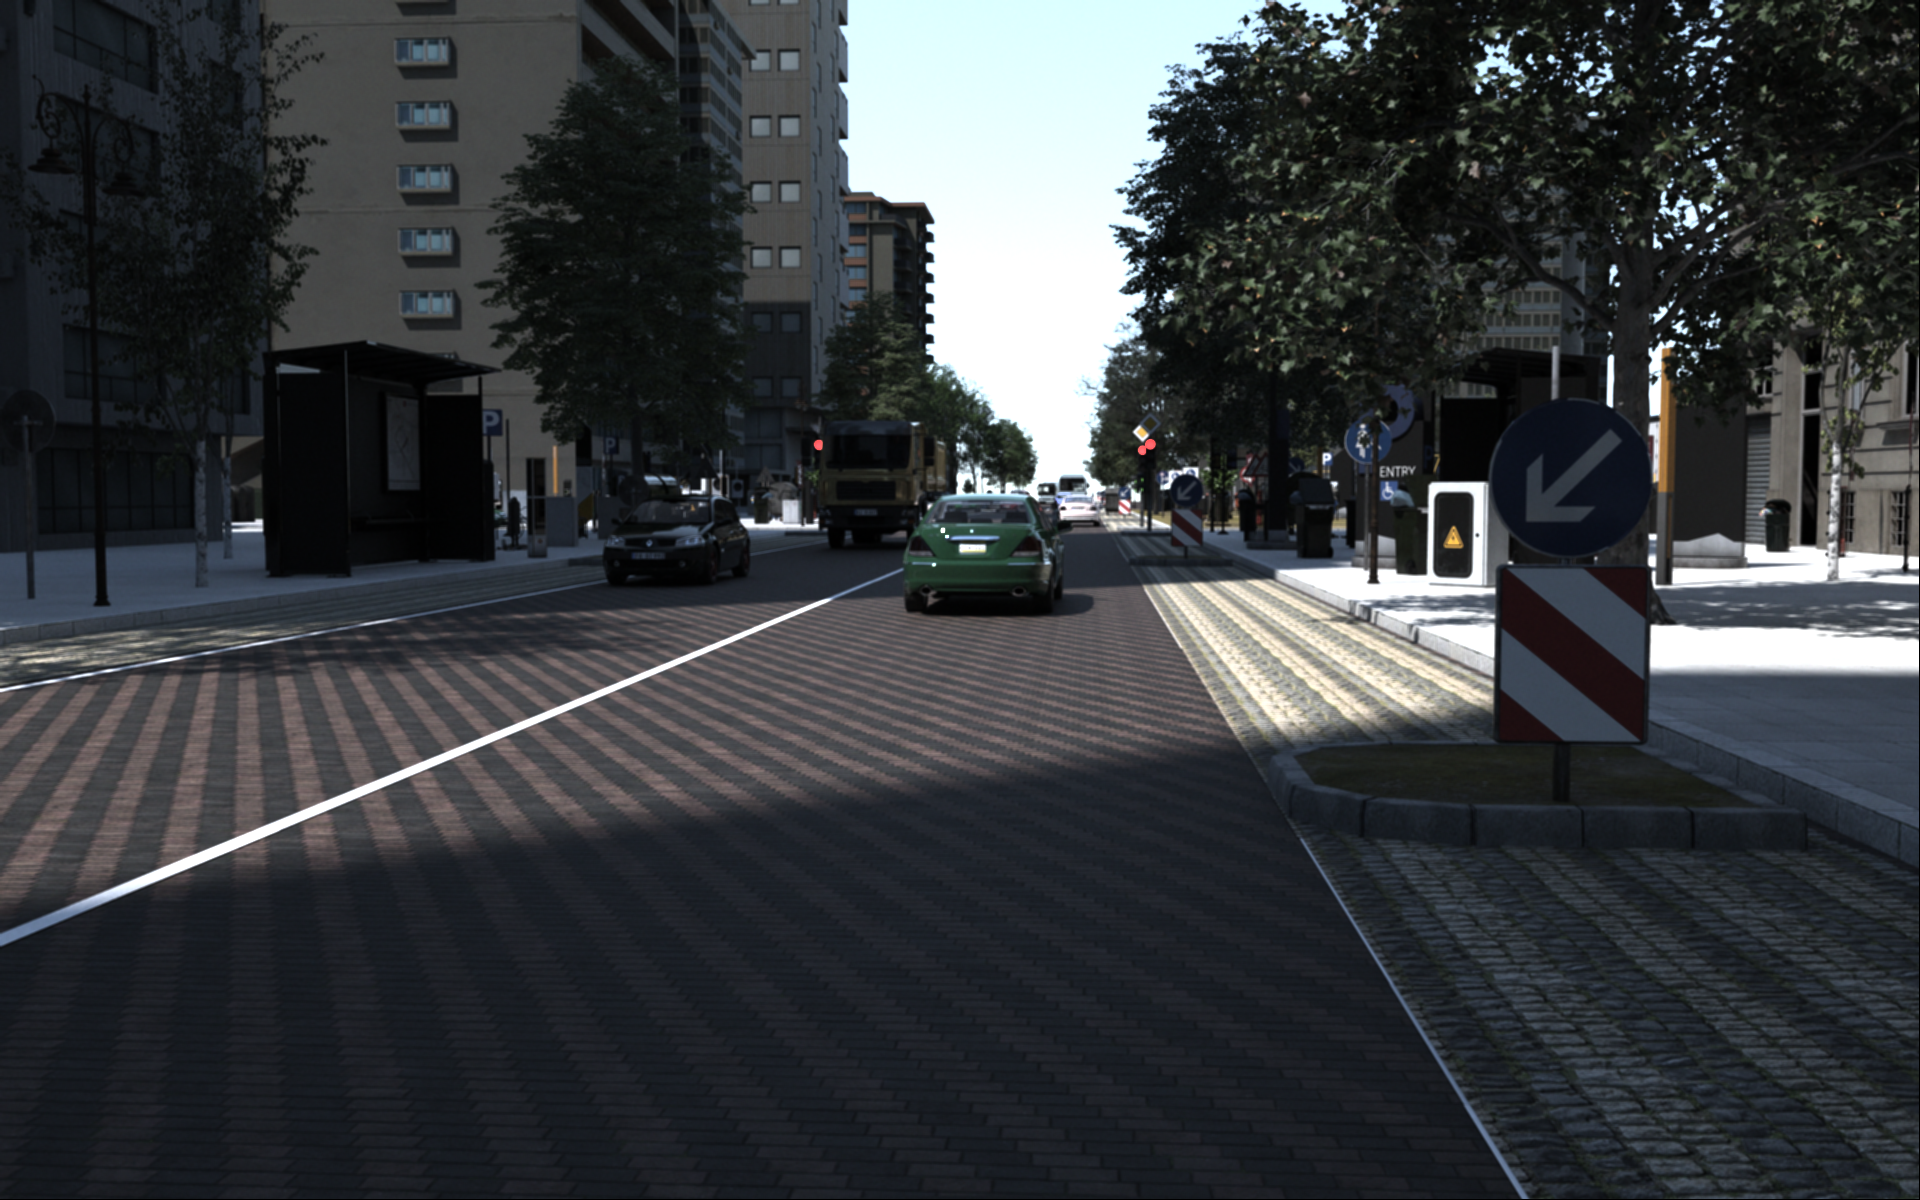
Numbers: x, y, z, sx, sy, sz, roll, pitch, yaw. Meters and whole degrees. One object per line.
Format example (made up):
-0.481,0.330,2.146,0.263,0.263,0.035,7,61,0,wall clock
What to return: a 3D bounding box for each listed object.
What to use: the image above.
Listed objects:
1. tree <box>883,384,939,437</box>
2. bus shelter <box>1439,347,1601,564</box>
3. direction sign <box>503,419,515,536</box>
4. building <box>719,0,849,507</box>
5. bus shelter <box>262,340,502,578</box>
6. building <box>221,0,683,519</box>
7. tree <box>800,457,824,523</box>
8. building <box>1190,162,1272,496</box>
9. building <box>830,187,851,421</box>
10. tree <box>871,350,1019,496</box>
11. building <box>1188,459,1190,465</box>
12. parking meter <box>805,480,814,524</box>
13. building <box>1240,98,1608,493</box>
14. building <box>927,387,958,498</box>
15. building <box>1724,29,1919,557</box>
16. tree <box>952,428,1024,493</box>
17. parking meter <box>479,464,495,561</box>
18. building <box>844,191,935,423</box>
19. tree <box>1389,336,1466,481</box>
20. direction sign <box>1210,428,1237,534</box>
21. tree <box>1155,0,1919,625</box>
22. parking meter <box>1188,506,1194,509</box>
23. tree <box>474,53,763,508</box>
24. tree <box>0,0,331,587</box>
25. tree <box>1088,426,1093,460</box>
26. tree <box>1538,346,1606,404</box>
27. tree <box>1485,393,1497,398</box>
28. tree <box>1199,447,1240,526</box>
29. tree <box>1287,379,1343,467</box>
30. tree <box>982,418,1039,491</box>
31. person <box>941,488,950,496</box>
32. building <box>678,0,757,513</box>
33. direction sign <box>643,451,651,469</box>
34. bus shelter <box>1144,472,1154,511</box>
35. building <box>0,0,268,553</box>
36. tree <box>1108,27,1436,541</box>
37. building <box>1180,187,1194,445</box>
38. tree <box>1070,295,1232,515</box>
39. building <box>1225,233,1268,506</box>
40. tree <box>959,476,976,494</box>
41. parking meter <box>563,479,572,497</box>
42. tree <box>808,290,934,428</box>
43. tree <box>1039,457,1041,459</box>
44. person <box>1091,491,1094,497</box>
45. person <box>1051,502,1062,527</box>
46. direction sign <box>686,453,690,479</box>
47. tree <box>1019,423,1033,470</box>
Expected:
-3.274,-9.886,112.005,4.737,8.622,4.395,0,3,0,tree
9.620,-2.412,30.719,1.731,3.624,6.357,0,4,4,bus shelter
-13.723,-3.708,52.616,0.379,3.537,0.876,-1,4,-18,direction sign
-24.897,-34.796,158.155,28.713,52.752,27.495,0,4,4,building
-9.694,-2.347,29.659,1.731,3.624,6.357,0,4,4,bus shelter
-28.169,-28.755,93.853,21.300,48.544,21.600,0,4,4,building
-5.914,-5.019,76.668,1.663,3.219,1.824,0,3,0,tree
44.219,-38.101,246.660,21.300,48.544,21.600,0,4,4,building
-25.415,-30.209,185.800,32.217,40.220,23.993,0,4,4,building
-2.828,-12.203,125.272,9.928,11.665,9.643,0,3,0,tree
42.430,-37.596,264.801,14.600,45.320,14.200,0,4,4,building
-6.382,-4.145,73.487,0.255,1.863,0.399,1,4,17,parking meter
43.318,-28.830,163.258,32.217,40.220,23.993,0,4,4,building
-15.134,-26.766,282.660,27.650,21.520,28.899,0,4,4,building
26.482,-12.090,30.963,16.112,22.955,30.059,0,4,4,building
2.386,-16.455,203.446,7.601,10.594,8.767,-1,4,-13,tree
-9.183,-1.696,33.440,0.255,1.863,0.399,-3,5,-41,parking meter
-15.274,-36.601,253.056,22.147,44.769,28.867,0,4,4,building
19.799,-7.717,76.527,4.360,8.622,3.978,0,3,0,tree
8.376,-3.857,55.053,0.876,3.537,0.379,-1,4,-11,direction sign
6.768,-6.114,16.972,9.611,12.733,9.660,0,3,0,tree
12.829,-5.373,96.254,0.372,1.533,0.369,0,3,0,parking meter
-8.934,-7.790,45.487,7.486,12.596,7.792,0,3,0,tree
-10.696,-4.486,23.708,4.360,8.622,3.978,0,3,0,tree
14.293,-13.332,124.627,9.857,13.997,8.962,0,3,0,tree
29.449,-8.267,85.520,4.737,8.622,4.395,0,3,0,tree
37.152,-10.442,121.086,4.737,8.622,4.395,0,3,0,tree
10.843,-4.749,72.252,1.663,3.219,1.824,0,3,0,tree
21.079,-9.541,106.361,4.737,8.622,4.395,0,3,0,tree
7.015,-20.691,256.431,7.486,12.596,7.792,0,3,0,tree
-0.797,-5.606,100.175,0.660,1.820,0.620,0,4,5,person
-28.943,-26.489,124.983,32.217,40.220,23.993,0,4,4,building
-16.655,-6.120,92.054,0.379,3.537,0.876,-3,5,-39,direction sign
14.752,-8.833,135.709,1.731,3.624,6.357,0,4,4,bus shelter
-26.305,-16.635,43.681,14.107,30.474,14.160,0,4,4,building
8.653,-8.559,46.602,9.857,13.997,8.962,0,3,0,tree
50.896,-42.565,285.169,28.713,52.752,27.495,0,4,4,building
11.977,-12.010,106.737,12.009,13.543,11.850,0,3,0,tree
37.341,-26.120,198.757,14.160,30.474,14.107,0,4,4,building
0.696,-10.905,172.905,1.663,3.219,1.824,0,3,0,tree
-15.549,-3.850,68.663,0.255,1.863,0.399,0,4,-1,parking meter
-4.838,-10.929,96.811,7.486,12.596,7.792,0,3,0,tree
10.294,-23.512,302.543,7.486,12.596,7.792,0,3,0,tree
19.237,-14.856,251.384,0.705,1.826,1.348,-1,4,-20,person
2.723,-2.135,48.423,0.382,1.210,0.505,-2,4,-26,person
-15.180,-6.403,96.679,0.379,3.537,0.876,-2,4,-24,direction sign
-0.555,-13.845,152.124,9.928,11.665,9.643,0,3,0,tree
